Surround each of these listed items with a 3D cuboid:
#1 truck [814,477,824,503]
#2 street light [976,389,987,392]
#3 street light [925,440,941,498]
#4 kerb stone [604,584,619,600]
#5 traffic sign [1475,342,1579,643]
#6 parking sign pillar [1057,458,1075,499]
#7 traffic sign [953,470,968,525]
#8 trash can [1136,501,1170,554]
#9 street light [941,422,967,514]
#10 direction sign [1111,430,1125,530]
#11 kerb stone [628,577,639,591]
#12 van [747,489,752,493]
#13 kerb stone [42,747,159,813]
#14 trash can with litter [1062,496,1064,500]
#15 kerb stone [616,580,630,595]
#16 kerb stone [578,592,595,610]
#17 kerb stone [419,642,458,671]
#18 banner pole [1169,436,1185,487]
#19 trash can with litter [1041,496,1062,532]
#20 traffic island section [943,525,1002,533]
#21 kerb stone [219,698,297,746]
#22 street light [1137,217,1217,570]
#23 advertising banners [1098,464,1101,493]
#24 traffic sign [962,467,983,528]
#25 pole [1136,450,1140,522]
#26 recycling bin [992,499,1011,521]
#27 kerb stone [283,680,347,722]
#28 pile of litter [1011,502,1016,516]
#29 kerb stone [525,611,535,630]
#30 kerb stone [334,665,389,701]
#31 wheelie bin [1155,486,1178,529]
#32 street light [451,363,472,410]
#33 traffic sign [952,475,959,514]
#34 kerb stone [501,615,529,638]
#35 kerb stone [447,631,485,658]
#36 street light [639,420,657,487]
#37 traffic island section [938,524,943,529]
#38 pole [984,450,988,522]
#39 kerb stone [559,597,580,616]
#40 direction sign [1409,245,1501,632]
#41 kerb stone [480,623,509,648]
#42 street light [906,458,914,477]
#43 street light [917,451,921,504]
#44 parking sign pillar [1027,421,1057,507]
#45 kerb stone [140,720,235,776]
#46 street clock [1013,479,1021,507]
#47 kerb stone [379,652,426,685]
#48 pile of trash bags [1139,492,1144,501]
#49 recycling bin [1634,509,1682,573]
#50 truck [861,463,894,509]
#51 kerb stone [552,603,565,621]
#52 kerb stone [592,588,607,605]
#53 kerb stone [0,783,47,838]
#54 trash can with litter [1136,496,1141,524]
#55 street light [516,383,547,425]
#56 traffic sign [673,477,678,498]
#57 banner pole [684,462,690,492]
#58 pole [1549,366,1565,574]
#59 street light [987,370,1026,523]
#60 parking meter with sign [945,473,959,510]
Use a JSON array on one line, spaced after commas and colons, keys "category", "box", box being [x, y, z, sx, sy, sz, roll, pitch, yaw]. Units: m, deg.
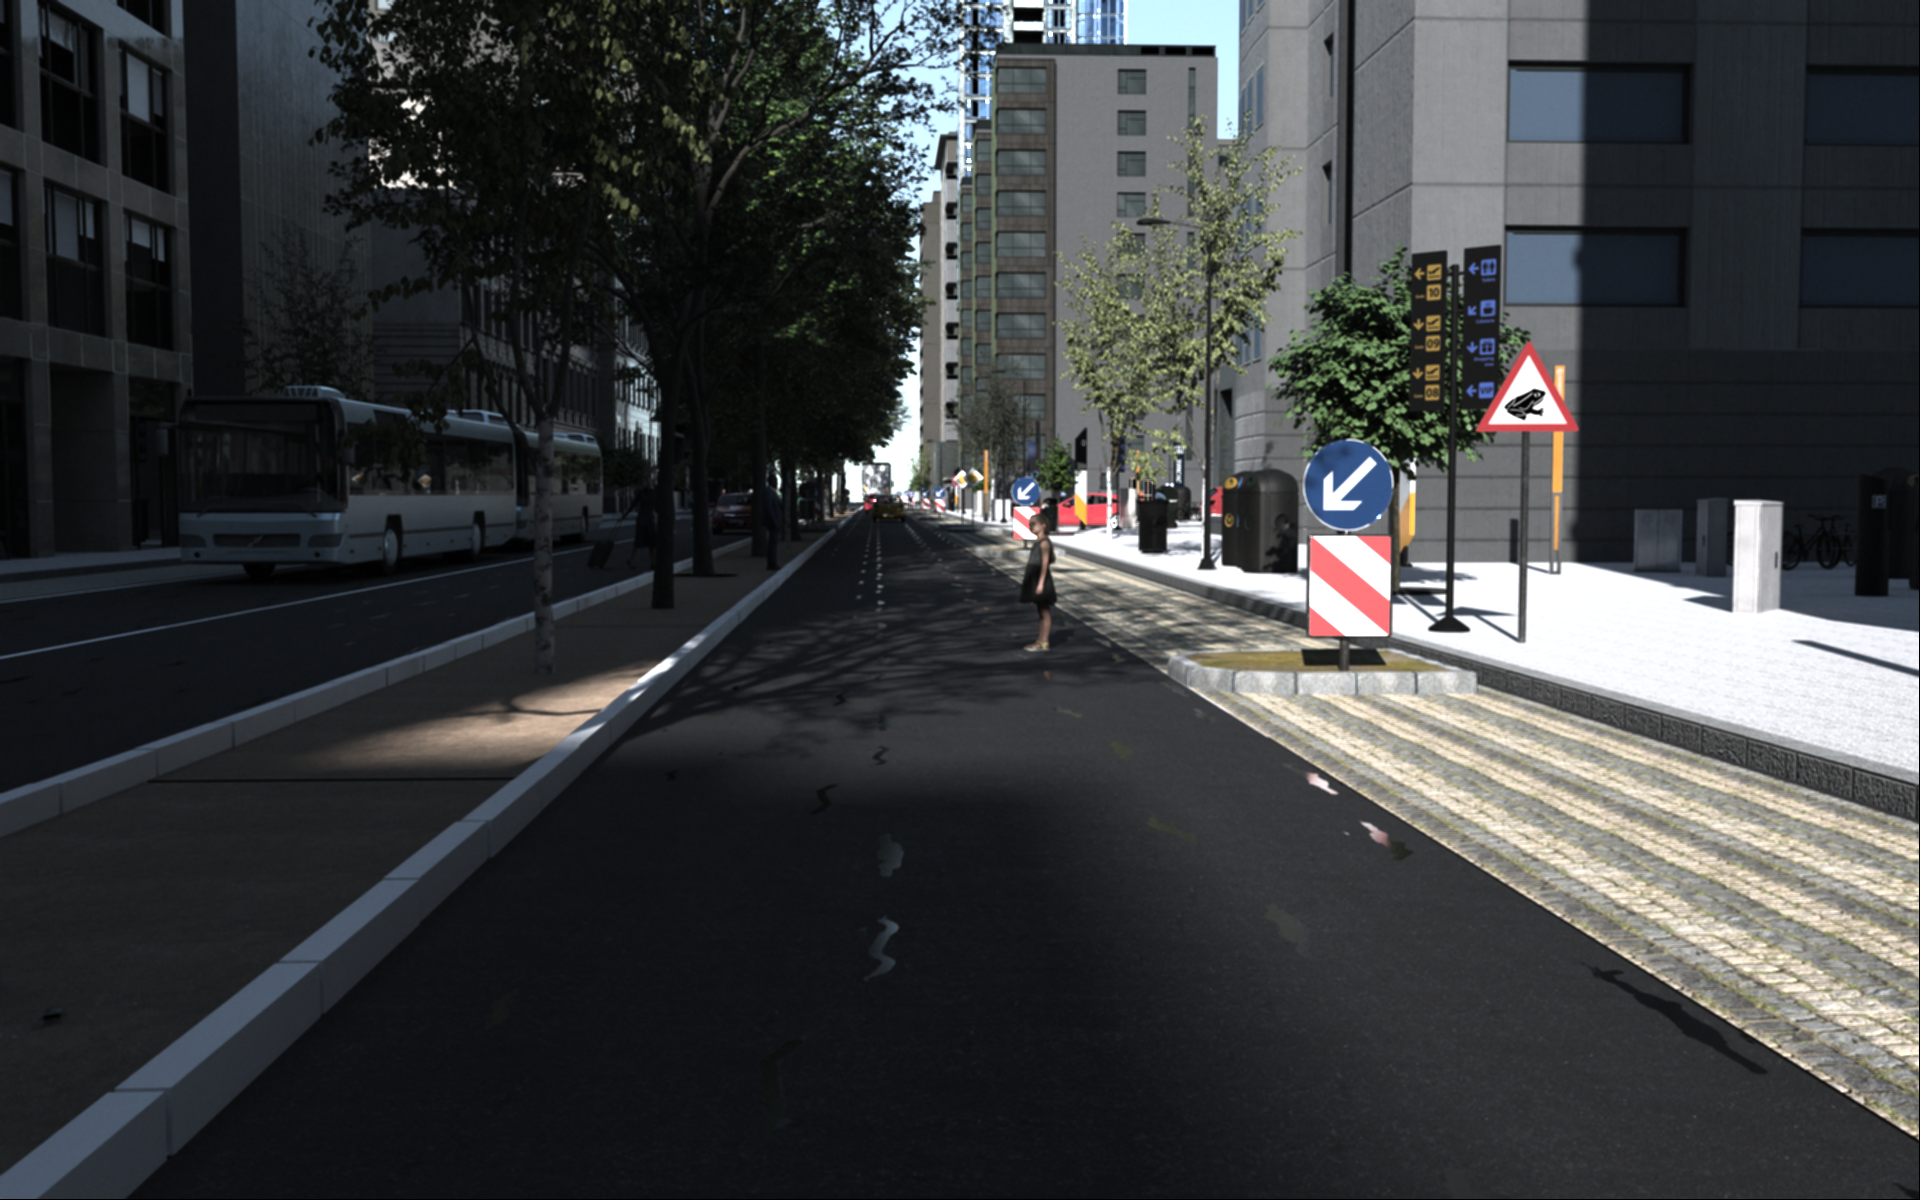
[{"category": "truck", "box": [-23.464, -18.192, 286.349, 2.839, 4.237, 11.283, 0, 4, -4]}, {"category": "street light", "box": [1.406, -6.372, 76.723, 1.470, 5.913, 1.316, 0, 4, -3]}, {"category": "street light", "box": [-2.265, -10.989, 152.205, 1.470, 5.913, 1.316, 0, 4, -3]}, {"category": "kerb stone", "box": [-4.815, -0.085, 23.586, 0.120, 0.150, 1.000, 0, 4, -3]}, {"category": "traffic sign", "box": [4.847, -0.909, 14.870, 0.884, 2.594, 0.081, 0, 4, -1]}, {"category": "parking sign pillar", "box": [5.789, -6.595, 96.306, 1.447, 3.967, 1.447, 1, 4, 21]}, {"category": "traffic sign", "box": [0.101, -4.231, 72.826, 0.795, 2.450, 0.064, 0, 4, -3]}, {"category": "trash can", "box": [4.171, -1.577, 37.441, 0.748, 1.137, 0.748, 0, 3, 0]}, {"category": "street light", "box": [-0.297, -8.555, 112.413, 1.470, 5.913, 1.316, 0, 4, -3]}, {"category": "direction sign", "box": [5.606, -4.250, 61.486, 0.379, 3.537, 0.876, 3, 4, 36]}, {"category": "kerb stone", "box": [-4.916, -0.205, 25.628, 0.120, 0.150, 1.000, 0, 4, -3]}, {"category": "van", "box": [-16.597, -8.170, 140.582, 2.013, 2.044, 4.112, 0, 4, -1]}, {"category": "kerb stone", "box": [-4.078, 0.859, 8.208, 0.120, 0.150, 1.000, 0, 4, -3]}, {"category": "trash can with litter", "box": [4.879, -4.730, 88.728, 0.624, 1.170, 1.055, -3, 4, -36]}, {"category": "kerb stone", "box": [-4.855, -0.148, 24.607, 0.120, 0.150, 1.000, 0, 4, -3]}, {"category": "kerb stone", "box": [-4.716, 0.040, 21.537, 0.120, 0.150, 1.000, 0, 4, -3]}, {"category": "kerb stone", "box": [-4.370, 0.483, 14.361, 0.120, 0.150, 1.000, 0, 4, -3]}, {"category": "banner pole", "box": [9.215, -5.149, 74.206, 0.863, 3.779, 0.401, 1, 4, 16]}, {"category": "trash can with litter", "box": [2.989, -2.916, 59.071, 0.624, 1.170, 1.055, -1, 4, -8]}, {"category": "traffic island section", "box": [0.506, -2.608, 64.929, 2.009, 0.180, 2.903, 0, 4, -3]}, {"category": "kerb stone", "box": [-4.172, 0.730, 10.259, 0.120, 0.150, 1.000, 0, 4, -3]}, {"category": "street light", "box": [3.664, -3.471, 29.284, 1.470, 5.913, 1.316, 0, 4, -3]}, {"category": "advertising banners", "box": [8.096, -6.389, 100.645, 0.090, 3.025, 2.074, 0, 4, 1]}, {"category": "traffic sign", "box": [0.483, -3.744, 64.851, 0.795, 2.450, 0.064, 0, 4, -3]}, {"category": "pole", "box": [8.284, -5.321, 80.844, 0.158, 3.312, 0.155, 0, 3, 0]}, {"category": "recycling bin", "box": [1.954, -4.255, 82.118, 0.722, 1.027, 0.722, -1, 4, -21]}, {"category": "kerb stone", "box": [-4.225, 0.667, 11.285, 0.120, 0.150, 1.000, 0, 4, -3]}, {"category": "pile of litter", "box": [3.269, -5.261, 99.987, 1.176, 0.858, 1.719, 0, 4, 5]}, {"category": "kerb stone", "box": [-4.570, 0.228, 18.466, 0.120, 0.150, 1.000, 0, 4, -3]}, {"category": "kerb stone", "box": [-4.282, 0.604, 12.314, 0.120, 0.150, 1.000, 0, 4, -3]}, {"category": "wheelie bin", "box": [7.666, -3.466, 64.585, 0.693, 1.594, 0.980, 3, 5, 44]}, {"category": "street light", "box": [-17.245, -5.397, 60.778, 1.470, 5.913, 1.316, 0, 4, -3]}, {"category": "traffic sign", "box": [-0.143, -6.982, 114.260, 0.768, 2.556, 0.104, 0, 4, 1]}, {"category": "kerb stone", "box": [-4.525, 0.291, 17.437, 0.120, 0.150, 1.000, 0, 4, -3]}, {"category": "kerb stone", "box": [-4.421, 0.416, 15.392, 0.120, 0.150, 1.000, 0, 4, -3]}, {"category": "street light", "box": [-19.606, -8.347, 109.014, 1.470, 5.913, 1.316, 0, 4, -3]}, {"category": "traffic island section", "box": [0.124, -3.096, 72.905, 2.009, 0.180, 2.903, 0, 4, -3]}, {"category": "pole", "box": [1.194, -5.275, 80.094, 0.158, 3.312, 0.155, 0, 3, 0]}, {"category": "kerb stone", "box": [-4.680, 0.103, 20.515, 0.120, 0.150, 1.000, 0, 4, -3]}, {"category": "direction sign", "box": [4.586, -1.476, 16.131, 0.876, 3.537, 0.379, 3, 5, 42]}, {"category": "kerb stone", "box": [-4.466, 0.356, 16.413, 0.120, 0.150, 1.000, 0, 4, -3]}, {"category": "street light", "box": [-6.250, -16.060, 235.123, 1.470, 5.913, 1.316, 0, 4, -3]}, {"category": "street light", "box": [-3.972, -13.181, 188.044, 1.470, 5.913, 1.316, 0, 4, -3]}, {"category": "parking sign pillar", "box": [2.721, -4.581, 63.365, 1.447, 3.967, 1.447, 0, 4, 1]}, {"category": "kerb stone", "box": [-4.128, 0.793, 9.229, 0.120, 0.150, 1.000, 0, 4, -3]}, {"category": "street clock", "box": [2.761, -4.734, 81.976, 0.358, 2.002, 0.471, -3, 5, -41]}, {"category": "kerb stone", "box": [-4.325, 0.542, 13.336, 0.120, 0.150, 1.000, 0, 4, -3]}, {"category": "pile of trash bags", "box": [8.823, -5.252, 95.622, 3.447, 1.369, 1.912, 3, 5, 44]}, {"category": "recycling bin", "box": [11.556, -0.986, 28.683, 0.722, 1.027, 0.722, 1, 4, 22]}, {"category": "truck", "box": [-7.609, -10.420, 159.273, 2.839, 4.237, 11.283, 0, 4, -1]}, {"category": "kerb stone", "box": [-4.622, 0.166, 19.487, 0.120, 0.150, 1.000, 0, 4, -3]}, {"category": "kerb stone", "box": [-4.766, -0.022, 22.558, 0.120, 0.150, 1.000, 0, 4, -3]}, {"category": "kerb stone", "box": [-4.035, 0.918, 7.187, 0.120, 0.150, 1.000, 0, 4, -3]}, {"category": "trash can with litter", "box": [7.147, -3.879, 74.487, 2.233, 1.210, 1.678, 1, 4, 19]}, {"category": "street light", "box": [-17.897, -6.096, 72.214, 1.470, 5.913, 1.316, 0, 4, -3]}, {"category": "traffic sign", "box": [-21.007, -7.749, 126.804, 0.768, 2.556, 0.104, 0, 4, 3]}, {"category": "banner pole", "box": [-21.551, -8.956, 136.455, 0.401, 3.779, 0.863, 2, 4, 33]}, {"category": "pole", "box": [9.522, -2.066, 27.617, 0.158, 3.312, 0.155, 0, 3, 0]}, {"category": "street light", "box": [1.873, -5.647, 64.867, 1.470, 5.913, 1.316, 0, 4, -3]}, {"category": "parking meter with sign", "box": [-0.925, -8.915, 142.017, 1.738, 3.016, 0.543, 0, 4, -3]}]
